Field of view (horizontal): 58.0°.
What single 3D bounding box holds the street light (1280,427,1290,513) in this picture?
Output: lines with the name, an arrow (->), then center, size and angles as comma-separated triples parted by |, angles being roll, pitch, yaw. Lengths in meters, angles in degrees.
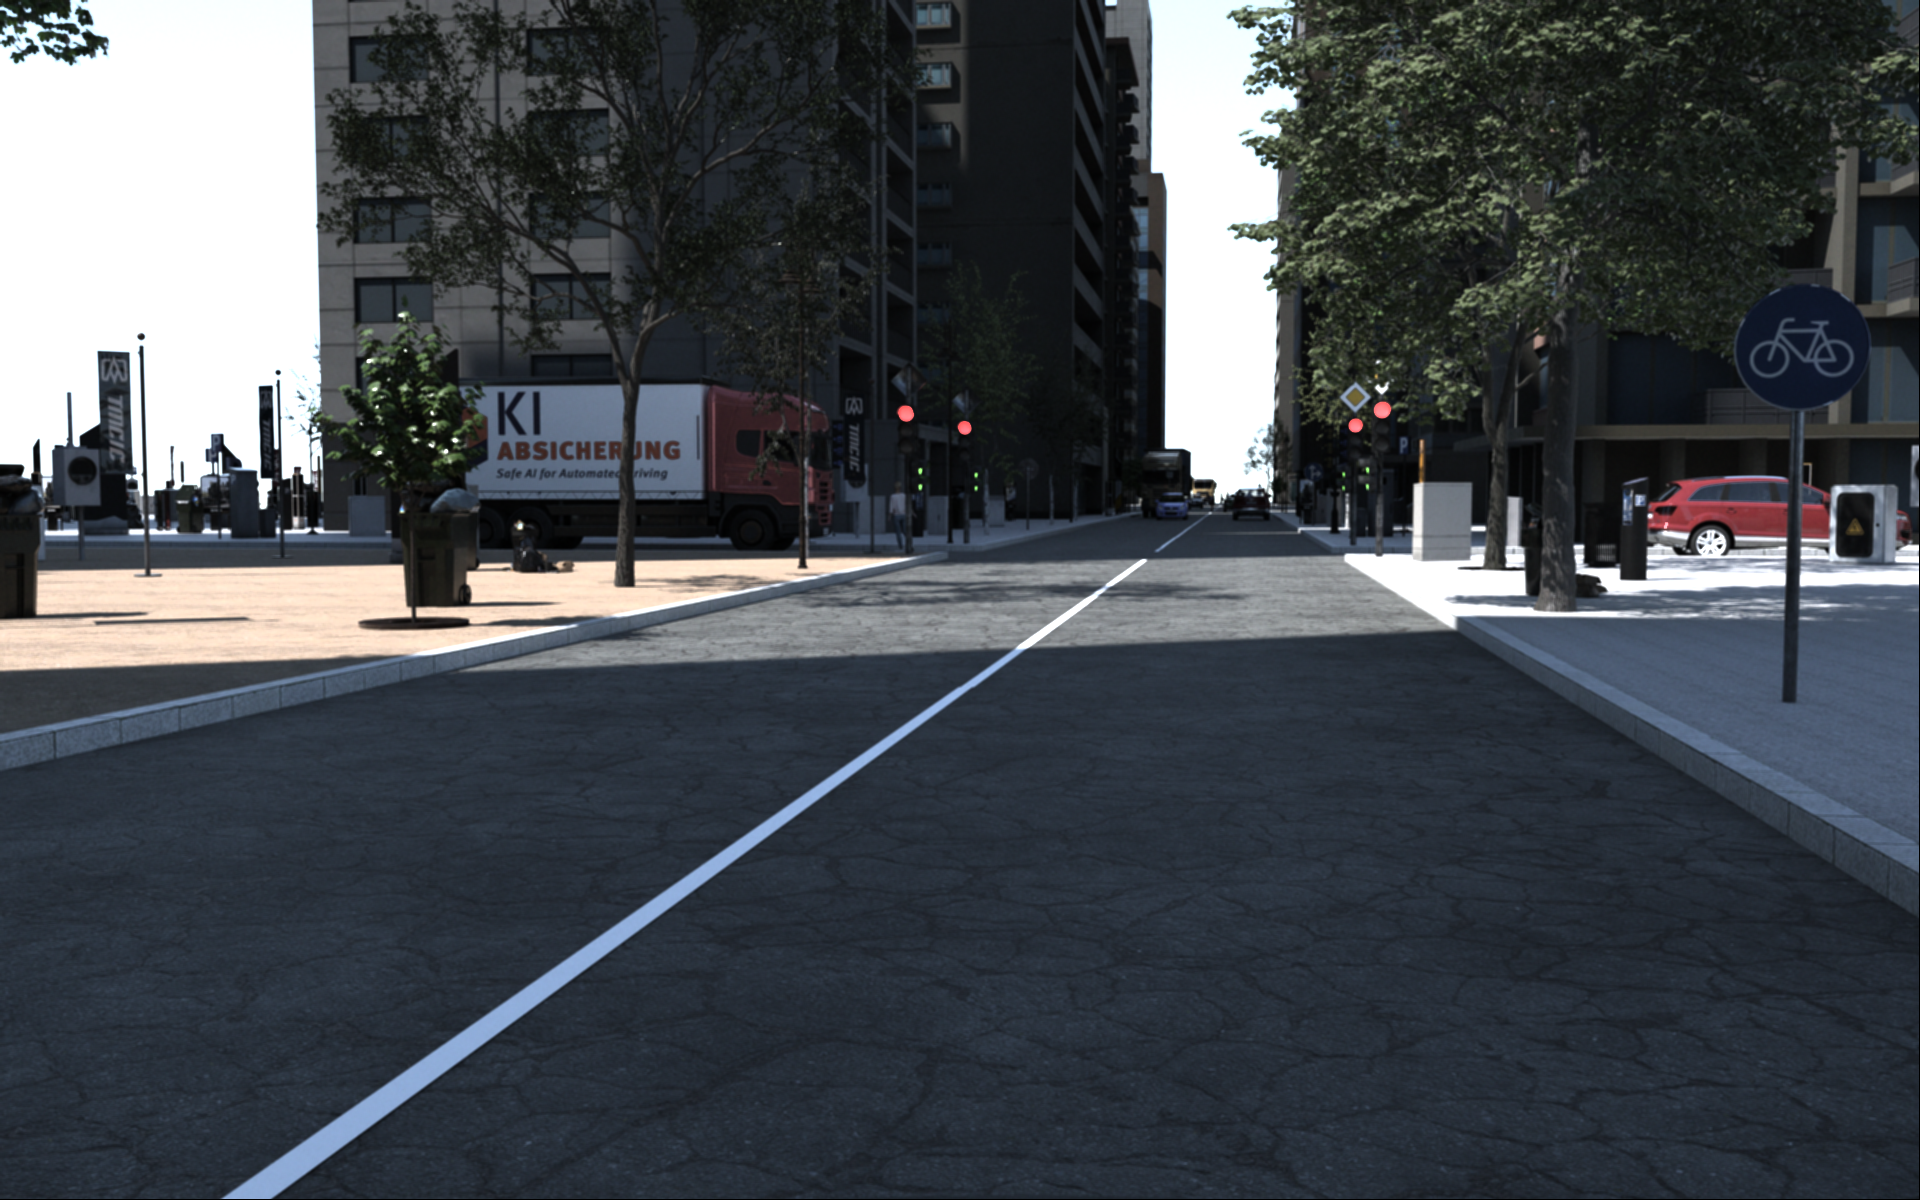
street light -> 23.358, -9.327, 125.290 | 0.468, 5.910, 1.993 | 1, 4, 9

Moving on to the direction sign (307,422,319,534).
direction sign -> -20.607, -3.855, 55.023 | 0.379, 3.537, 0.876 | -1, 4, -18

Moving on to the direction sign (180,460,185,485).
direction sign -> -52.344, -7.623, 116.633 | 0.379, 3.537, 0.876 | -1, 4, -9

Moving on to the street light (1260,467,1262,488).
street light -> 36.649, -14.396, 208.155 | 0.468, 5.910, 1.993 | 1, 4, 9

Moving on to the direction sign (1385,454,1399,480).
direction sign -> 24.274, -6.433, 97.169 | 0.876, 3.537, 0.379 | 2, 4, 34

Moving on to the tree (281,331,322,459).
tree -> -27.780, -7.751, 77.099 | 4.737, 8.622, 4.395 | 0, 3, 0

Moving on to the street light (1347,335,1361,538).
street light -> 11.430, -4.743, 50.333 | 0.468, 5.910, 1.993 | 1, 4, 9

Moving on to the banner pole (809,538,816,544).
banner pole -> -4.012, -3.376, 45.220 | 0.401, 3.779, 0.863 | -1, 4, -15

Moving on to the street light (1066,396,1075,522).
street light -> 5.032, -6.451, 78.267 | 0.468, 5.910, 1.993 | 1, 4, 9

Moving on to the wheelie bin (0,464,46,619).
wheelie bin -> -9.939, -0.613, 17.933 | 0.693, 1.594, 0.980 | 2, 4, 27

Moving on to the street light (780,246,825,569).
street light -> -2.715, -3.481, 29.703 | 0.468, 5.910, 1.993 | 1, 4, 9

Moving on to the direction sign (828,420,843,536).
direction sign -> -4.012, -3.737, 53.098 | 0.876, 3.537, 0.379 | 0, 4, -4

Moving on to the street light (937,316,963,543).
street light -> -0.256, -4.422, 45.090 | 0.468, 5.910, 1.993 | 1, 4, 9

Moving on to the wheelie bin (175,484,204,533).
wheelie bin -> -25.151, -2.975, 56.547 | 0.980, 1.594, 0.693 | 1, 4, 18

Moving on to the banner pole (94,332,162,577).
banner pole -> -12.859, -2.248, 26.775 | 0.863, 3.779, 0.401 | -2, 4, -35

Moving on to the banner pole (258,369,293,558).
banner pole -> -13.867, -2.748, 34.950 | 0.863, 3.779, 0.401 | 2, 4, 31

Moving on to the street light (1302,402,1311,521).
street light -> 16.643, -6.763, 83.365 | 0.468, 5.910, 1.993 | 1, 4, 9

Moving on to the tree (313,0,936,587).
tree -> -4.637, -5.436, 23.285 | 8.767, 10.594, 7.601 | 0, 4, -4

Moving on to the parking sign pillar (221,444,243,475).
parking sign pillar -> -38.436, -6.305, 91.564 | 1.447, 3.967, 1.447 | 1, 4, 13

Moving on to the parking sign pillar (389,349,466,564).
parking sign pillar -> -9.967, -2.689, 32.431 | 1.447, 3.967, 1.447 | 0, 4, 4

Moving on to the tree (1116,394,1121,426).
tree -> 5.647, -8.143, 83.498 | 4.360, 8.622, 3.978 | 0, 3, 0

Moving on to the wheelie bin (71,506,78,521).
wheelie bin -> -42.621, -4.640, 83.772 | 0.693, 1.594, 0.980 | -3, 5, -43

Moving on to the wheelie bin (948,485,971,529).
wheelie bin -> -0.032, -3.400, 63.494 | 0.980, 1.594, 0.693 | 2, 4, 35

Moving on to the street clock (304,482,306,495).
street clock -> -39.522, -6.084, 104.050 | 0.358, 2.002, 0.471 | 1, 4, 18

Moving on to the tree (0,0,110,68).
tree -> -6.679, -5.057, 8.436 | 9.928, 11.665, 9.643 | 0, 3, 0

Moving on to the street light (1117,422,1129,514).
street light -> 10.357, -8.471, 111.281 | 0.468, 5.910, 1.993 | 1, 4, 9

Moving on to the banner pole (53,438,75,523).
banner pole -> -39.854, -5.320, 76.991 | 0.401, 3.779, 0.863 | 2, 4, 30

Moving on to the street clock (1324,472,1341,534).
street clock -> 12.153, -3.154, 56.144 | 0.358, 2.002, 0.471 | 2, 4, 31

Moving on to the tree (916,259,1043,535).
tree -> 0.712, -6.321, 53.712 | 4.737, 8.622, 4.395 | 0, 3, 0

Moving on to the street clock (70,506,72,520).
street clock -> -44.753, -5.056, 87.238 | 0.471, 2.002, 0.358 | -2, 4, -35

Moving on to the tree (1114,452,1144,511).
tree -> 13.564, -9.162, 133.518 | 4.285, 4.588, 4.351 | 0, 3, 0

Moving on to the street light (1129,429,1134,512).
street light -> 11.828, -9.046, 120.691 | 0.468, 5.910, 1.993 | 1, 4, 9

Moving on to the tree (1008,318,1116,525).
tree -> 3.883, -7.430, 71.838 | 4.360, 8.622, 3.978 | 0, 3, 0

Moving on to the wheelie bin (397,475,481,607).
wheelie bin -> -5.982, -0.728, 19.817 | 0.980, 1.594, 0.693 | 0, 4, 4

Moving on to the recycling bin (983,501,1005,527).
recycling bin -> 1.323, -3.383, 67.860 | 0.722, 1.027, 0.722 | -1, 4, -13

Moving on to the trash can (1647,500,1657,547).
trash can -> 16.596, -1.856, 41.997 | 0.748, 1.137, 0.748 | 0, 3, 0

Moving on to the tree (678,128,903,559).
tree -> -3.309, -5.122, 34.107 | 4.360, 8.622, 3.978 | 0, 3, 0

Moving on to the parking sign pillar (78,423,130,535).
parking sign pillar -> -26.929, -4.031, 54.378 | 1.447, 3.967, 1.447 | -3, 4, -37

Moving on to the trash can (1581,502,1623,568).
trash can -> 11.262, -1.144, 30.354 | 0.748, 1.137, 0.748 | 0, 3, 0

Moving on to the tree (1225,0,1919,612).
tree -> 6.915, -6.133, 18.399 | 7.486, 12.596, 7.792 | 0, 3, 0

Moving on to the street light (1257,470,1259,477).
street light -> 41.967, -16.450, 241.736 | 0.468, 5.910, 1.993 | 1, 4, 9

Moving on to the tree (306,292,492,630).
tree -> -5.415, -1.349, 16.664 | 1.663, 3.219, 1.824 | 0, 3, 0

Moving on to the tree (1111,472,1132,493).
tree -> 11.969, -8.178, 128.308 | 1.663, 3.219, 1.824 | 0, 3, 0

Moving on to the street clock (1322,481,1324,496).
street clock -> 16.870, -4.601, 79.801 | 0.358, 2.002, 0.471 | 0, 4, 7

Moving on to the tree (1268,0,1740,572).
tree -> 8.981, -6.297, 28.715 | 9.928, 11.665, 9.643 | 0, 3, 0

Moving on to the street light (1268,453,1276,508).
street light -> 28.681, -11.347, 158.304 | 0.468, 5.910, 1.993 | 1, 4, 9

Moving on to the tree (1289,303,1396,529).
tree -> 14.284, -6.941, 63.843 | 4.737, 8.622, 4.395 | 0, 3, 0

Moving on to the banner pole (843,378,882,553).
banner pole -> -2.130, -2.905, 37.511 | 0.863, 3.779, 0.401 | 1, 4, 8

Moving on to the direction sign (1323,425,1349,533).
direction sign -> 12.328, -3.965, 56.821 | 0.876, 3.537, 0.379 | 0, 4, -5

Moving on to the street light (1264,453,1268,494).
street light -> 34.036, -13.407, 191.991 | 0.468, 5.910, 1.993 | 1, 4, 9
